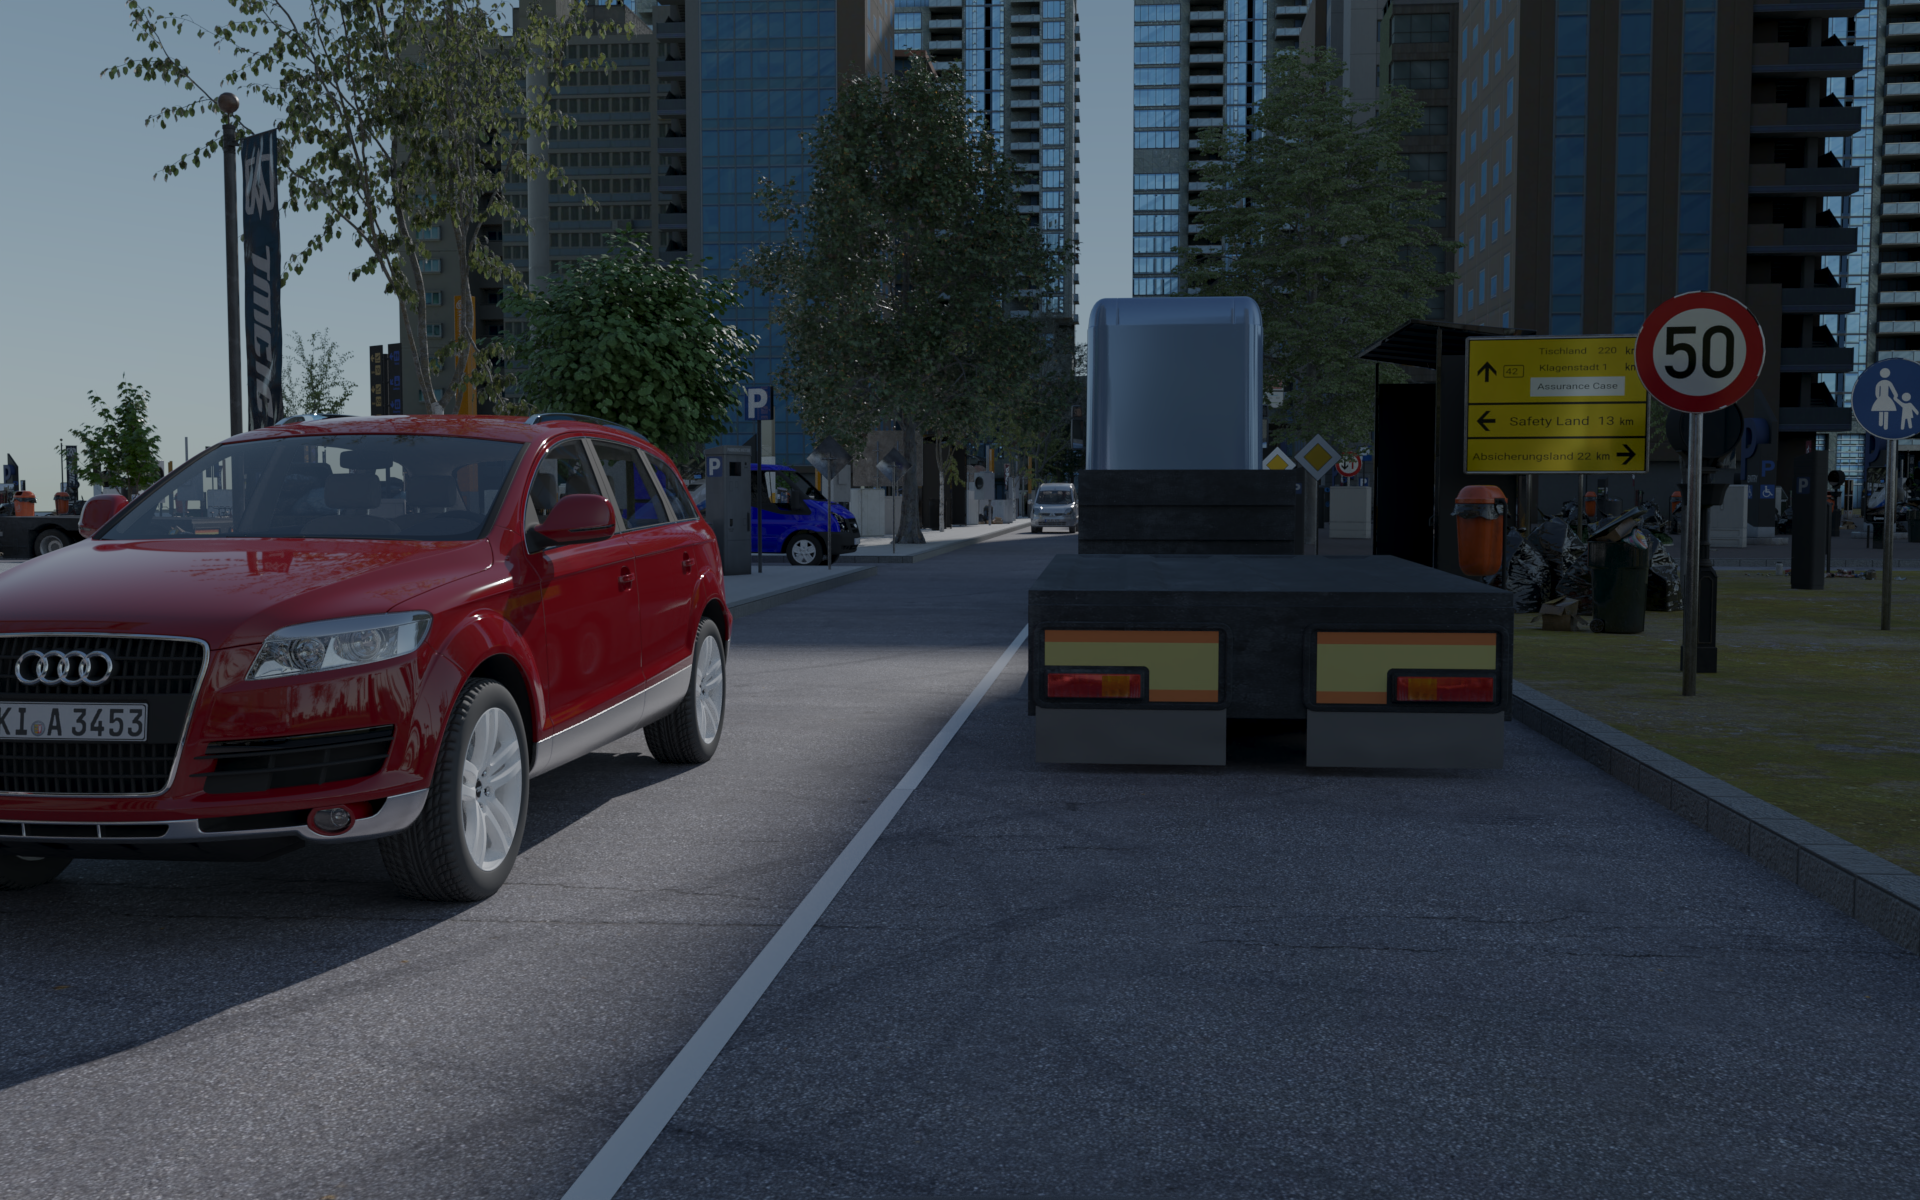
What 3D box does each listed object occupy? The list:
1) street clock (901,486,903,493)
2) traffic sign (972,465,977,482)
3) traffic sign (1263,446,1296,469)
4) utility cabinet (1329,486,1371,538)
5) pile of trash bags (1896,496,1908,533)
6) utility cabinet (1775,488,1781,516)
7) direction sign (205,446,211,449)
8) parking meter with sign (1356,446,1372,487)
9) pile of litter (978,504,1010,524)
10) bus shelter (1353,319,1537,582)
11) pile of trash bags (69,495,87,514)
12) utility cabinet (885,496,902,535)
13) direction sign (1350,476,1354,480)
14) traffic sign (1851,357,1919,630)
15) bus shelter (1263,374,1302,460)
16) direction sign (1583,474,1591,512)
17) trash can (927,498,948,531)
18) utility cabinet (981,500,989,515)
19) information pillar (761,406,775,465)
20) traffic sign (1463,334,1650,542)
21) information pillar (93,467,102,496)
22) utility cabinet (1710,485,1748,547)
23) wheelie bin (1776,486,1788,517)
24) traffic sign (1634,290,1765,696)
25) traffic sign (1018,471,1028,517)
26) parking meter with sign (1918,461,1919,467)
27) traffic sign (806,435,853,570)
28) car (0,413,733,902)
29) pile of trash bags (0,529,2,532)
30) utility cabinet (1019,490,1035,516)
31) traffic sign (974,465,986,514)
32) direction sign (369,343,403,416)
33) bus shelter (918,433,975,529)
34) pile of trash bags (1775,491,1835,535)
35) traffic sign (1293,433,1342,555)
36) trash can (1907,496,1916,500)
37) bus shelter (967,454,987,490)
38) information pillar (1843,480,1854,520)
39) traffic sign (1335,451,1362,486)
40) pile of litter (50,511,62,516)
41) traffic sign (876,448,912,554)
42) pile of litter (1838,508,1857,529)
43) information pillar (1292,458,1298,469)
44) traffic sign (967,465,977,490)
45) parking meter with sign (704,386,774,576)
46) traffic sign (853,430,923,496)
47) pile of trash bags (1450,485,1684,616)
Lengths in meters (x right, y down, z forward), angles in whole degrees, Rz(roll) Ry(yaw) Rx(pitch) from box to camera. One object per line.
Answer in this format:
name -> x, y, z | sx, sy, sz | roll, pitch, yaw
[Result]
street clock -> -2.149, -3.900, 68.336 | 0.358, 2.002, 0.471 | -3, 5, -41
traffic sign -> 0.712, -4.701, 76.868 | 0.884, 2.594, 0.081 | 1, 4, 11
traffic sign -> 6.678, -2.010, 36.508 | 0.795, 2.450, 0.064 | 0, 4, 6
utility cabinet -> 11.250, -2.521, 49.894 | 1.173, 1.500, 0.318 | 3, 5, 42
pile of trash bags -> 29.966, -2.719, 54.215 | 1.912, 1.369, 3.447 | -1, 4, -10
utility cabinet -> 27.240, -3.070, 58.865 | 1.173, 1.500, 0.318 | 0, 4, 0
direction sign -> -35.497, -5.522, 82.282 | 0.379, 3.537, 0.876 | 1, 4, 16
parking meter with sign -> 14.769, -4.098, 63.262 | 0.543, 3.016, 1.738 | 1, 4, 15
pile of litter -> 1.334, -3.654, 73.705 | 1.719, 0.858, 1.176 | 0, 4, -6
bus shelter -> 7.191, -2.137, 26.231 | 1.731, 3.624, 6.357 | 0, 4, 6
pile of trash bags -> -35.972, -3.783, 71.611 | 3.447, 1.369, 1.912 | 1, 4, 14
utility cabinet -> -2.111, -2.685, 55.063 | 1.020, 1.237, 0.306 | -1, 4, -22
direction sign -> 21.840, -6.444, 97.362 | 0.876, 3.537, 0.379 | -3, 4, -38
traffic sign -> 8.732, -0.988, 16.263 | 0.768, 2.556, 0.104 | 1, 4, 9
bus shelter -> 9.471, -4.759, 55.440 | 2.179, 5.291, 8.768 | 0, 4, 6
direction sign -> 25.376, -4.780, 70.153 | 0.379, 3.537, 0.876 | 3, 5, 41
trash can -> -0.778, -3.015, 60.945 | 0.748, 1.137, 0.748 | 0, 3, 0
utility cabinet -> 1.129, -4.406, 83.195 | 1.020, 1.237, 0.306 | 0, 4, 6
information pillar -> -4.260, -2.881, 38.453 | 0.183, 3.616, 0.504 | -2, 4, -35
traffic sign -> 7.649, -1.737, 22.267 | 2.265, 3.308, 0.079 | 1, 4, 12
information pillar -> -52.842, -7.016, 106.072 | 0.504, 3.616, 0.183 | -1, 4, -14
utility cabinet -> 18.150, -2.001, 41.396 | 1.173, 1.500, 0.318 | 3, 5, 41
wheelie bin -> 32.080, -3.688, 68.204 | 0.980, 1.594, 0.693 | -2, 4, -29
traffic sign -> 4.641, -0.663, 10.948 | 0.768, 2.556, 0.104 | 1, 4, 14
traffic sign -> 3.493, -5.828, 95.397 | 0.768, 2.556, 0.104 | 1, 4, 12
parking meter with sign -> 50.314, -5.755, 90.355 | 0.543, 3.016, 1.738 | 2, 4, 27
traffic sign -> -2.214, -1.575, 29.386 | 0.795, 2.450, 0.064 | 0, 4, 6
car -> -2.478, 0.050, 7.857 | 2.281, 1.827, 5.304 | 0, 4, 6
pile of trash bags -> -26.889, -2.352, 48.211 | 3.447, 1.369, 1.912 | 2, 4, 28
utility cabinet -> 3.905, -5.707, 101.989 | 1.173, 1.500, 0.318 | -3, 5, -43
traffic sign -> 0.816, -4.668, 76.432 | 0.768, 2.556, 0.104 | 1, 4, 12
direction sign -> -8.684, -2.097, 26.279 | 0.876, 3.537, 0.379 | 3, 5, 41
bus shelter -> -0.510, -4.607, 66.610 | 1.731, 3.624, 6.357 | 0, 4, 5
pile of trash bags -> 26.287, -2.776, 55.144 | 3.447, 1.369, 1.912 | -1, 4, -11
traffic sign -> 5.888, -1.524, 28.562 | 0.795, 2.450, 0.064 | 0, 4, 6
trash can -> 58.595, -5.812, 106.676 | 0.748, 1.137, 0.748 | 0, 3, 0
bus shelter -> 0.454, -5.833, 89.297 | 2.014, 3.302, 5.546 | 0, 4, 6
information pillar -> 44.863, -5.074, 87.448 | 0.304, 2.012, 0.304 | -1, 4, -15
traffic sign -> 11.467, -3.123, 51.163 | 0.768, 2.556, 0.104 | 1, 4, 8
pile of litter -> -50.829, -5.129, 97.820 | 1.176, 0.858, 1.719 | 2, 4, 35
traffic sign -> -1.424, -2.061, 37.332 | 0.795, 2.450, 0.064 | 0, 4, 6
pile of litter -> 32.501, -3.046, 63.771 | 1.719, 0.858, 1.176 | -2, 4, -30
information pillar -> 19.950, -6.865, 103.599 | 0.504, 3.616, 0.183 | 2, 4, 27
traffic sign -> 0.350, -4.611, 75.502 | 0.768, 2.556, 0.104 | 1, 4, 12
parking meter with sign -> -3.695, -1.906, 27.423 | 0.543, 3.016, 1.738 | 2, 4, 32
traffic sign -> -2.317, -3.769, 55.500 | 2.265, 3.308, 0.079 | 0, 4, 6
pile of trash bags -> 6.344, -0.543, 18.633 | 3.447, 1.369, 1.912 | -3, 5, -44
